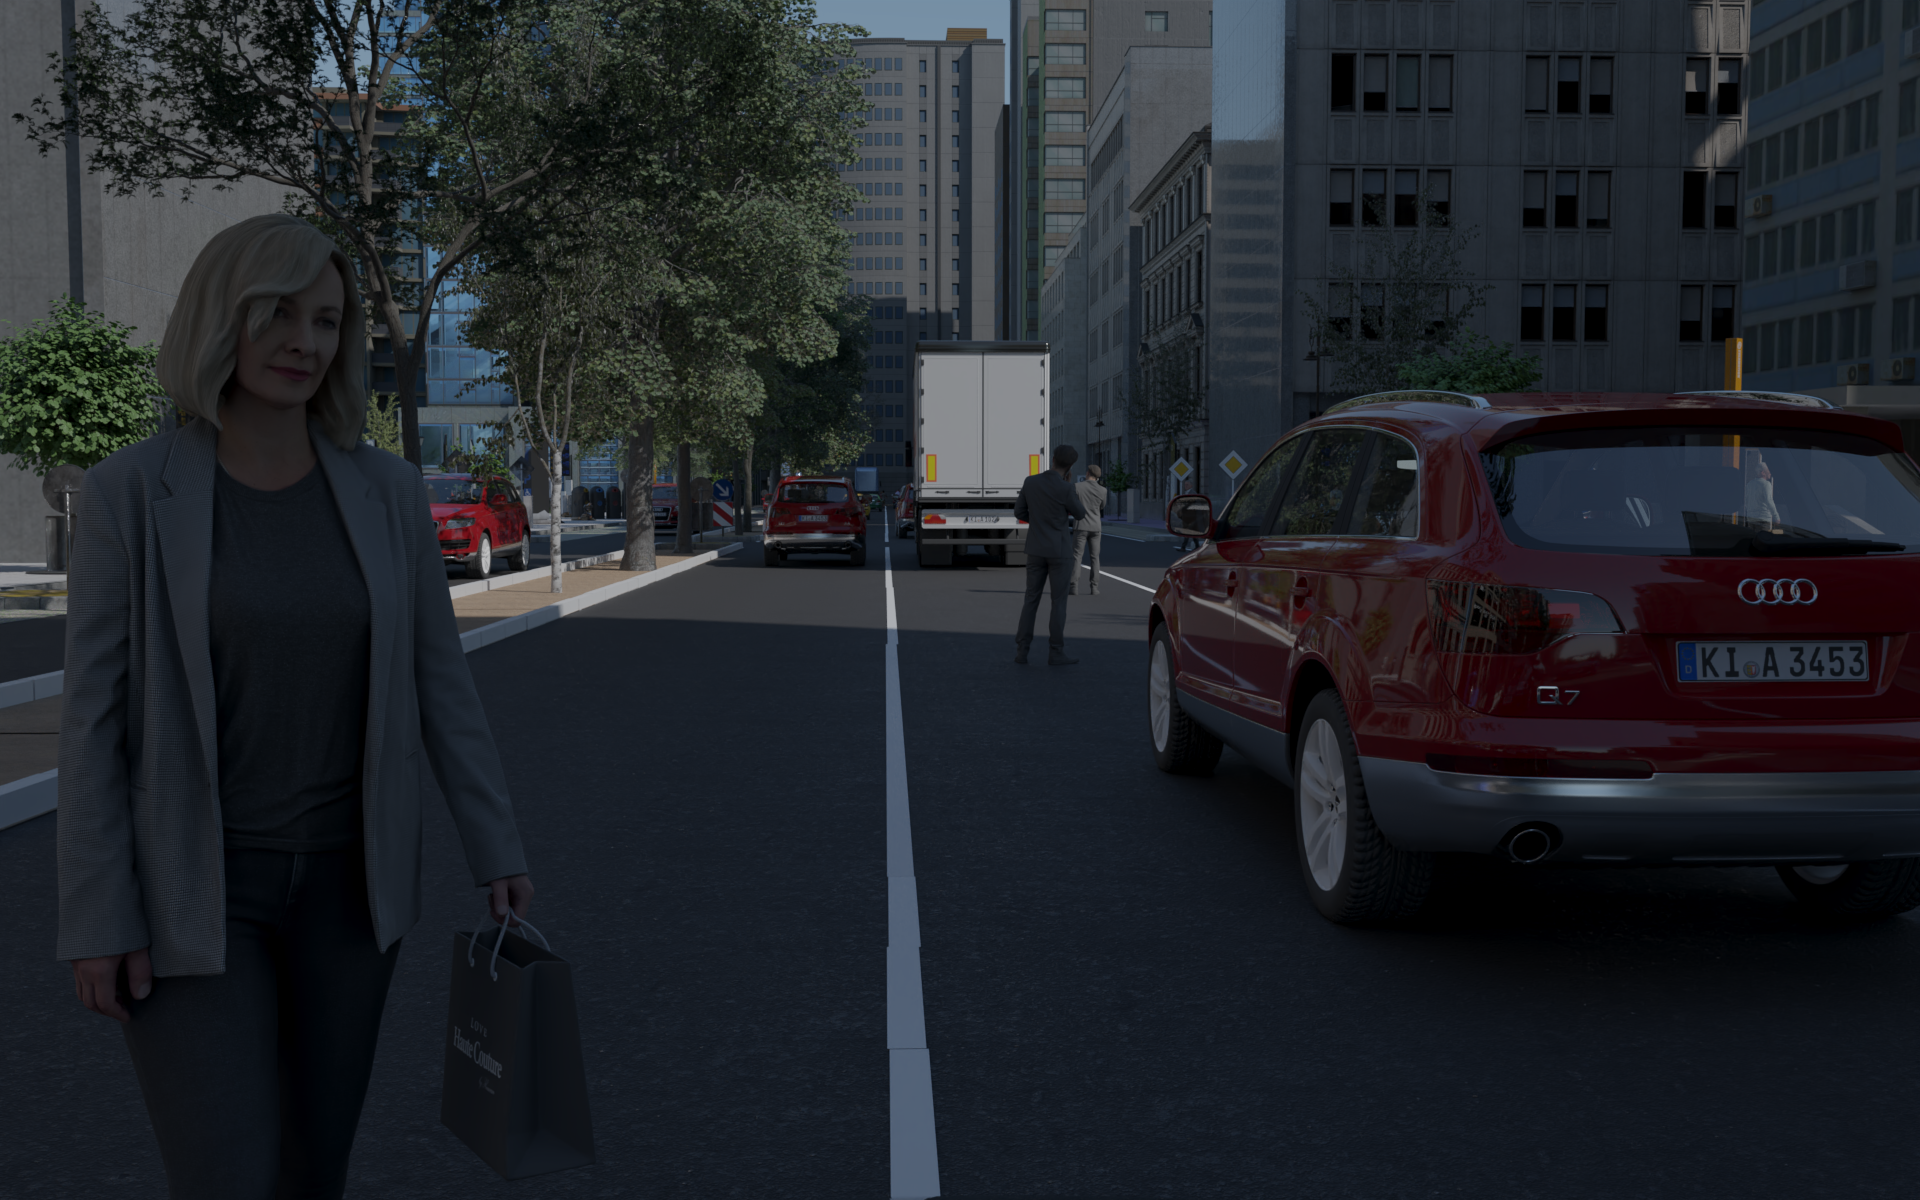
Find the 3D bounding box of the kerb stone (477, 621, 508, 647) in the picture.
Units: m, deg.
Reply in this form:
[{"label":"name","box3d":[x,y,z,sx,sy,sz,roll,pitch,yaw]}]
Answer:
[{"label":"kerb stone","box3d":[-4.551,0.338,16.674,0.120,0.150,1.000,0,4,-2]}]

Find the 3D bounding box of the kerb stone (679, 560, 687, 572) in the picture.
[{"label":"kerb stone","box3d":[-5.212,-0.600,32.060,0.120,0.150,1.000,0,4,-2]}]

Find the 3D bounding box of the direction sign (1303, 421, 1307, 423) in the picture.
[{"label":"direction sign","box3d":[11.123,-3.795,54.053,0.876,3.537,0.379,0,4,-3]}]

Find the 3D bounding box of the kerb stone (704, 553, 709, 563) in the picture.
[{"label":"kerb stone","box3d":[-5.393,-0.853,36.148,0.120,0.150,1.000,0,4,-2]}]

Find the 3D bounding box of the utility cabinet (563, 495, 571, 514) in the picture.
[{"label":"utility cabinet","box3d":[-25.717,-6.302,114.192,1.020,1.237,0.306,-3,5,-40]}]

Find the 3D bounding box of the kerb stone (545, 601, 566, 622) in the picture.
[{"label":"kerb stone","box3d":[-4.678,0.152,19.747,0.120,0.150,1.000,0,4,-2]}]

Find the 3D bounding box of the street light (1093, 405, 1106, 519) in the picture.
[{"label":"street light","box3d":[7.252,-7.178,90.143,0.468,5.910,1.993,0,4,-2]}]

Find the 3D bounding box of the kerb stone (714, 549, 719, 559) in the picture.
[{"label":"kerb stone","box3d":[-5.478,-0.978,38.190,0.120,0.150,1.000,0,4,-2]}]

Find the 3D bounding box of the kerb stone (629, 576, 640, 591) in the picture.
[{"label":"kerb stone","box3d":[-4.948,-0.221,25.895,0.120,0.150,1.000,0,4,-2]}]

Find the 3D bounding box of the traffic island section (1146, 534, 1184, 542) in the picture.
[{"label":"traffic island section","box3d":[6.872,-1.914,53.570,2.009,0.180,2.903,0,4,-2]}]

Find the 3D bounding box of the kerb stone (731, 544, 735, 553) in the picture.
[{"label":"kerb stone","box3d":[-5.655,-1.230,42.301,0.120,0.150,1.000,0,4,-2]}]

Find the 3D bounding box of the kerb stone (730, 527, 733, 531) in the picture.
[{"label":"kerb stone","box3d":[-8.752,-2.632,65.235,0.120,0.150,1.000,0,4,-2]}]

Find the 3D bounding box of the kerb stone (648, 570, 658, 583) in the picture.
[{"label":"kerb stone","box3d":[-5.038,-0.348,27.945,0.120,0.150,1.000,0,4,-2]}]

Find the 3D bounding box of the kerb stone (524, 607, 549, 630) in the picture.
[{"label":"kerb stone","box3d":[-4.632,0.212,18.726,0.120,0.150,1.000,0,4,-2]}]

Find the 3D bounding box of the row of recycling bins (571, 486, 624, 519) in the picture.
[{"label":"row of recycling bins","box3d":[-18.275,-5.017,89.141,3.534,1.692,1.069,-2,4,-33]}]

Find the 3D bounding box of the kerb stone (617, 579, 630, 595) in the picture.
[{"label":"kerb stone","box3d":[-4.906,-0.163,24.873,0.120,0.150,1.000,0,4,-2]}]

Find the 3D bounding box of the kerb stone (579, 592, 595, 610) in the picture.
[{"label":"kerb stone","box3d":[-4.766,0.030,21.804,0.120,0.150,1.000,0,4,-2]}]

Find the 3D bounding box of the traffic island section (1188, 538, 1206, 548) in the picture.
[{"label":"traffic island section","box3d":[7.217,-1.426,45.592,2.009,0.180,2.903,0,4,-2]}]

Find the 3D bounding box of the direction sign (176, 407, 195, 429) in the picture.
[{"label":"direction sign","box3d":[-15.091,-2.565,33.929,0.379,3.537,0.876,0,4,4]}]

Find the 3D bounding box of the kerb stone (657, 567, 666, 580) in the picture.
[{"label":"kerb stone","box3d":[-5.077,-0.410,28.975,0.120,0.150,1.000,0,4,-2]}]

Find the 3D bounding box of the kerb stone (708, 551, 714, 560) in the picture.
[{"label":"kerb stone","box3d":[-5.437,-0.913,37.170,0.120,0.150,1.000,0,4,-2]}]

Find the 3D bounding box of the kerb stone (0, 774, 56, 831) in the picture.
[{"label":"kerb stone","box3d":[-4.148,0.902,7.453,0.120,0.150,1.000,0,4,-2]}]

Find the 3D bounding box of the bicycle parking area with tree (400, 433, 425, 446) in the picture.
[{"label":"bicycle parking area with tree","box3d":[-26.255,-5.910,83.639,9.016,4.147,8.231,0,4,4]}]

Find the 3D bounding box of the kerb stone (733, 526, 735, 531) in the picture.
[{"label":"kerb stone","box3d":[-8.802,-2.695,66.263,0.120,0.150,1.000,0,4,-2]}]

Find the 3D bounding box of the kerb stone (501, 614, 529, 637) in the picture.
[{"label":"kerb stone","box3d":[-4.596,0.275,17.695,0.120,0.150,1.000,0,4,-2]}]

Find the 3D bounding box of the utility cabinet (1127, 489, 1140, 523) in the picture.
[{"label":"utility cabinet","box3d":[7.632,-4.122,76.068,0.318,1.500,1.173,0,4,-8]}]

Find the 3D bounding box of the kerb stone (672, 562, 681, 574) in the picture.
[{"label":"kerb stone","box3d":[-5.173,-0.541,31.033,0.120,0.150,1.000,0,4,-2]}]

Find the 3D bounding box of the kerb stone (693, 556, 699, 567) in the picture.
[{"label":"kerb stone","box3d":[-5.304,-0.728,34.102,0.120,0.150,1.000,0,4,-2]}]

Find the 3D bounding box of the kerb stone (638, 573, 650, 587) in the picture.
[{"label":"kerb stone","box3d":[-4.988,-0.289,26.924,0.120,0.150,1.000,0,4,-2]}]

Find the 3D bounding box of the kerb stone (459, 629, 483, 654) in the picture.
[{"label":"kerb stone","box3d":[-4.507,0.401,15.646,0.120,0.150,1.000,0,4,-2]}]

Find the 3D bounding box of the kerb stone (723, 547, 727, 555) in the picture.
[{"label":"kerb stone","box3d":[-5.573,-1.104,40.249,0.120,0.150,1.000,0,4,-2]}]

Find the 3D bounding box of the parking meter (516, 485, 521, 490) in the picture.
[{"label":"parking meter","box3d":[-29.887,-6.832,117.412,0.255,1.863,0.399,1,4,18]}]

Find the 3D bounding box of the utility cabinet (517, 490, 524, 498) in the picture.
[{"label":"utility cabinet","box3d":[-24.016,-5.235,94.269,0.318,1.500,1.173,3,4,37]}]

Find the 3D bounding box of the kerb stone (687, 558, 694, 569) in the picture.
[{"label":"kerb stone","box3d":[-5.250,-0.665,33.081,0.120,0.150,1.000,0,4,-2]}]

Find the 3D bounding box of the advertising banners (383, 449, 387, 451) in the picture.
[{"label":"advertising banners","box3d":[-23.273,-4.351,67.320,2.074,3.025,0.090,-3,5,-39]}]

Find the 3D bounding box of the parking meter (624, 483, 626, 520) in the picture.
[{"label":"parking meter","box3d":[-16.589,-4.947,86.587,0.399,1.863,0.255,-2,4,-28]}]

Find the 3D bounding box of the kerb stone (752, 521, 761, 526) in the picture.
[{"label":"kerb stone","box3d":[-9.376,-3.506,79.578,0.120,0.150,1.000,0,4,-2]}]

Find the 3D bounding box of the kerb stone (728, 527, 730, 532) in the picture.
[{"label":"kerb stone","box3d":[-8.711,-2.570,64.214,0.120,0.150,1.000,0,4,-2]}]

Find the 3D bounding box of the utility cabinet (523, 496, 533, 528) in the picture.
[{"label":"utility cabinet","box3d":[-16.400,-3.339,65.746,0.306,1.237,1.020,-1,4,-10]}]

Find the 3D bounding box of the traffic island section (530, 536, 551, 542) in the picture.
[{"label":"traffic island section","box3d":[-13.351,-1.861,52.702,2.009,0.180,2.903,0,4,-2]}]

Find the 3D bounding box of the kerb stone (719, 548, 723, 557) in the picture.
[{"label":"kerb stone","box3d":[-5.528,-1.041,39.218,0.120,0.150,1.000,0,4,-2]}]

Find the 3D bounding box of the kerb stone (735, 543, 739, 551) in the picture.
[{"label":"kerb stone","box3d":[-5.706,-1.291,43.332,0.120,0.150,1.000,0,4,-2]}]

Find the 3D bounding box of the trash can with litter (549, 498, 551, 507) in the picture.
[{"label":"trash can with litter","box3d":[-29.698,-6.942,124.888,1.055,1.170,0.624,1,4,22]}]

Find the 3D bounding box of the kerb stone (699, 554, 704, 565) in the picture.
[{"label":"kerb stone","box3d":[-5.347,-0.791,35.123,0.120,0.150,1.000,0,4,-2]}]

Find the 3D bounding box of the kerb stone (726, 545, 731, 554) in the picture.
[{"label":"kerb stone","box3d":[-5.618,-1.167,41.274,0.120,0.150,1.000,0,4,-2]}]

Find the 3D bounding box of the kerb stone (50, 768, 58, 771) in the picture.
[{"label":"kerb stone","box3d":[-4.189,0.842,8.475,0.120,0.150,1.000,0,4,-2]}]

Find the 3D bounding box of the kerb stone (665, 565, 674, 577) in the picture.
[{"label":"kerb stone","box3d":[-5.121,-0.477,30.000,0.120,0.150,1.000,0,4,-2]}]

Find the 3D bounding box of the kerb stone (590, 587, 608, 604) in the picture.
[{"label":"kerb stone","box3d":[-4.815,-0.038,22.824,0.120,0.150,1.000,0,4,-2]}]

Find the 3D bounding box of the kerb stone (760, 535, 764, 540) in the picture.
[{"label":"kerb stone","box3d":[-6.213,-2.003,55.081,0.120,0.150,1.000,0,4,-2]}]

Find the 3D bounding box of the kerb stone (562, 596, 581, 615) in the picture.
[{"label":"kerb stone","box3d":[-4.728,0.087,20.777,0.120,0.150,1.000,0,4,-2]}]

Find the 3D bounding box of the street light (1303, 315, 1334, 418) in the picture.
[{"label":"street light","box3d":[9.281,-4.416,44.990,0.468,5.910,1.993,0,4,-2]}]

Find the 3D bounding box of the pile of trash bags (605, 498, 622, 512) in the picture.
[{"label":"pile of trash bags","box3d":[-25.658,-6.873,122.122,3.447,1.369,1.912,-2,4,-35]}]

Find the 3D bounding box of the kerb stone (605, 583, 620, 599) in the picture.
[{"label":"kerb stone","box3d":[-4.857,-0.101,23.852,0.120,0.150,1.000,0,4,-2]}]

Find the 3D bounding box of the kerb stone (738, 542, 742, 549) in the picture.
[{"label":"kerb stone","box3d":[-5.750,-1.354,44.353,0.120,0.150,1.000,0,4,-2]}]

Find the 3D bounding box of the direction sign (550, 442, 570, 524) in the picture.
[{"label":"direction sign","box3d":[-17.427,-5.106,75.478,0.876,3.537,0.379,0,4,6]}]
